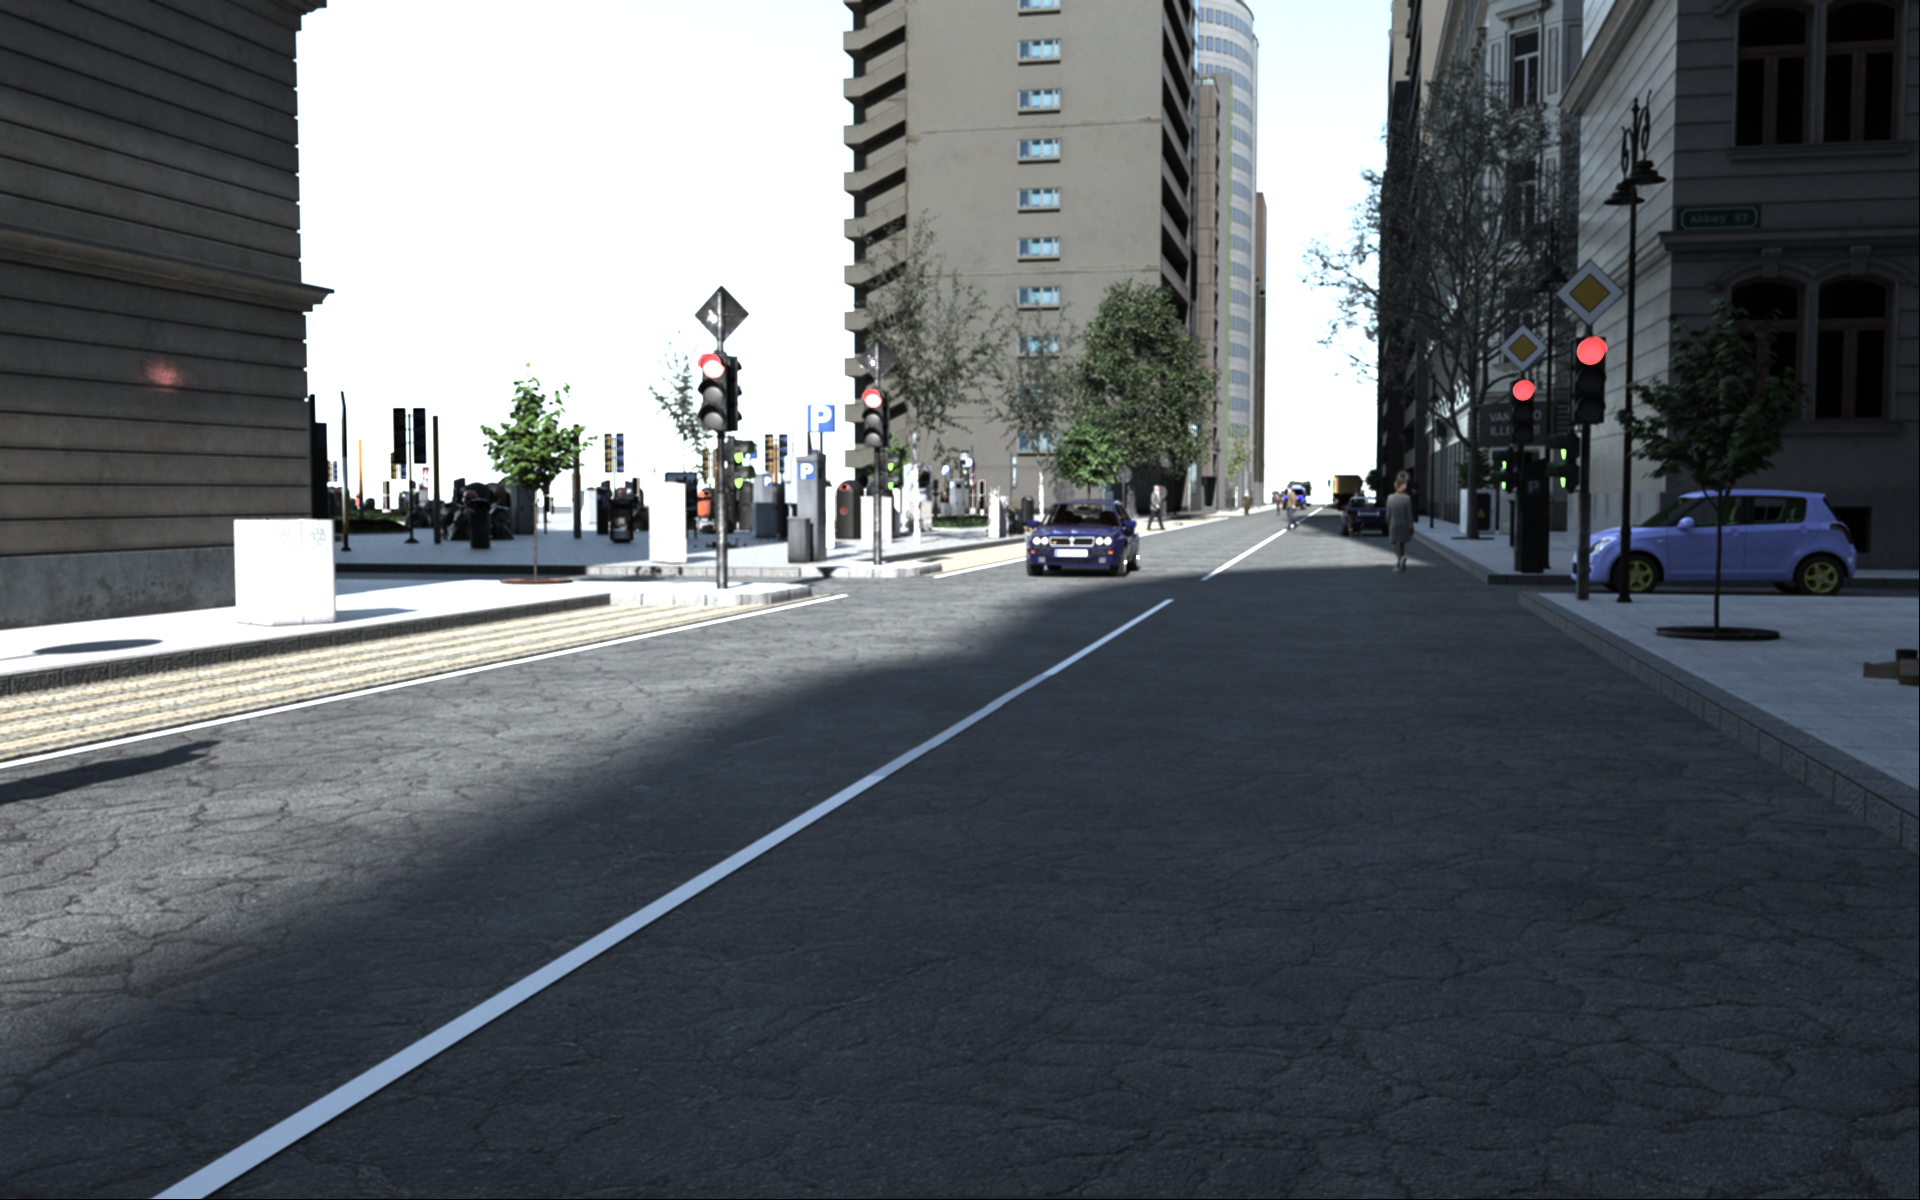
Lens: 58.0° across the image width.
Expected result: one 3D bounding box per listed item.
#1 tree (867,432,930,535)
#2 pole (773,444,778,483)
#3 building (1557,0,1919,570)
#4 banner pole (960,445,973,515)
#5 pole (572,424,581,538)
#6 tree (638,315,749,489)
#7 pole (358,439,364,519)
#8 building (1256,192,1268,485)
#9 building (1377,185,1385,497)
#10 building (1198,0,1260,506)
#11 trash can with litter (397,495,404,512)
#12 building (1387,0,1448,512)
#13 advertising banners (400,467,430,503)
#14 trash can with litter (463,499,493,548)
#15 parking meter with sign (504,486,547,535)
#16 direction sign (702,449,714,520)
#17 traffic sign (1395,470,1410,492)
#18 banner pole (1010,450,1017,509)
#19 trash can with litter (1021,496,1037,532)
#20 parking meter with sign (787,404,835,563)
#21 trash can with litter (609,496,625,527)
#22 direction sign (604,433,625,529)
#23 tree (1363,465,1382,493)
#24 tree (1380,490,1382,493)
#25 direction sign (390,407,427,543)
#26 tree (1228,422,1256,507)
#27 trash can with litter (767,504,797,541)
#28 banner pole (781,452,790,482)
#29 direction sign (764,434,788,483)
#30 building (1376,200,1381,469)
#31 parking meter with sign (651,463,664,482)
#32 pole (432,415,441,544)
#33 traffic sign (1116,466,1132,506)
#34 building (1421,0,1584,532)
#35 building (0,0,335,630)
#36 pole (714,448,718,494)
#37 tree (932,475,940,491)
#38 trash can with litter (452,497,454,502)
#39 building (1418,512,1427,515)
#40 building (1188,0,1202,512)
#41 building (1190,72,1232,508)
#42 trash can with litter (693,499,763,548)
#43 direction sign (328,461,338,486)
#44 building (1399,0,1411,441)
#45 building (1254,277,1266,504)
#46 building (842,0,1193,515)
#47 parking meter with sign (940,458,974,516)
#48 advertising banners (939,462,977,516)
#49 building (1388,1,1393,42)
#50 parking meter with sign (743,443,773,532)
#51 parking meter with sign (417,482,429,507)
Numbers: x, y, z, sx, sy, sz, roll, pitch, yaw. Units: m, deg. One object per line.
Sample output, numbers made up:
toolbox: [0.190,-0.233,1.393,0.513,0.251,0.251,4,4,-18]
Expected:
tree: [-2.153,-3.652,54.304,1.663,3.219,1.824,0,3,0]
pole: [-7.579,-4.730,71.175,0.158,3.312,0.155,0,3,0]
building: [24.361,-15.018,32.931,23.554,28.519,14.401,1,4,12]
banner pole: [0.383,-5.992,87.986,0.863,3.779,0.401,0,4,-5]
pole: [-11.129,-3.452,50.287,0.158,3.312,0.155,0,3,0]
tree: [-11.205,-7.444,72.076,4.360,8.622,3.978,0,3,0]
pole: [-22.101,-4.284,63.889,0.158,3.312,0.155,0,3,0]
building: [36.994,-36.734,250.714,14.600,45.320,14.200,1,4,12]
building: [62.249,-33.289,227.874,14.154,41.232,14.086,1,4,12]
building: [23.352,-40.408,202.677,21.231,58.520,28.212,1,4,12]
trash can with litter: [-29.306,-4.822,89.905,1.678,1.210,2.233,1,4,11]
building: [50.906,-32.912,161.807,21.300,48.544,21.600,1,4,12]
advertising banners: [-34.654,-6.964,110.050,2.074,3.025,0.090,-3,4,-39]
trash can with litter: [-11.412,-1.814,41.043,0.624,1.170,1.055,-1,4,-11]
parking meter with sign: [-13.899,-3.592,54.991,0.543,3.016,1.738,3,5,44]
direction sign: [-12.469,-5.792,86.698,0.876,3.537,0.379,-1,4,-23]
traffic sign: [23.080,-5.517,90.306,0.768,2.556,0.104,1,4,22]
banner pole: [3.010,-6.623,98.297,0.401,3.779,0.863,-2,4,-28]
trash can with litter: [1.945,-2.932,58.993,2.233,1.210,1.678,-3,5,-41]
parking meter with sign: [-2.848,-2.241,32.904,0.543,3.016,1.738,1,4,11]
trash can with litter: [-13.688,-3.467,67.737,1.678,1.210,2.233,0,4,5]
direction sign: [-12.820,-4.420,64.271,0.876,3.537,0.379,2,4,24]
tree: [45.661,-12.589,189.540,4.285,4.588,4.351,0,3,0]
tree: [47.257,-12.130,192.924,1.663,3.219,1.824,0,3,0]
direction sign: [-14.380,-3.261,45.321,0.876,3.537,0.379,0,4,3]
tree: [27.677,-13.717,174.635,4.737,8.622,4.395,0,3,0]
trash can with litter: [-4.379,-2.221,47.369,1.678,1.210,2.233,-3,4,-37]
banner pole: [-10.373,-6.951,103.658,0.863,3.779,0.401,1,4,17]
direction sign: [-6.908,-4.476,65.179,0.876,3.537,0.379,0,4,-5]
building: [70.072,-37.949,244.161,21.300,48.544,21.600,1,4,12]
parking meter with sign: [-16.698,-6.268,98.744,1.738,3.016,0.543,-2,4,-33]
pole: [-13.562,-3.120,44.853,0.158,3.312,0.155,0,3,0]
traffic sign: [7.505,-4.852,79.442,0.768,2.556,0.104,1,4,19]
building: [30.365,-18.439,77.891,17.030,29.872,44.131,1,4,12]
building: [-25.550,-12.240,19.208,34.723,24.649,14.460,1,4,12]
pole: [-10.756,-5.054,76.482,0.158,3.312,0.155,0,3,0]
tree: [-2.149,-6.042,93.386,1.663,3.219,1.824,0,3,0]
trash can with litter: [-26.196,-4.941,91.840,1.678,1.210,2.233,-1,4,-13]
building: [40.110,-29.812,111.134,21.300,48.544,21.600,1,4,12]
building: [9.375,-50.738,142.233,22.319,86.520,31.000,1,4,12]
building: [18.183,-29.426,164.713,14.154,41.232,14.086,1,4,12]
trash can with litter: [-5.634,-1.898,42.086,1.678,1.210,2.233,0,4,-7]
direction sign: [-42.370,-7.643,116.966,0.876,3.537,0.379,1,4,17]
building: [46.276,-29.423,135.683,22.147,44.769,28.867,1,4,12]
building: [34.407,-28.475,237.269,14.160,30.474,14.107,1,4,12]
building: [4.094,-30.212,117.673,21.300,48.544,21.600,1,4,12]
parking meter with sign: [-0.161,-5.371,84.070,1.738,3.016,0.543,-3,5,-40]
advertising banners: [-0.112,-6.094,95.828,2.074,3.025,0.090,0,4,-7]
building: [61.400,-40.606,205.912,21.231,58.520,28.212,1,4,12]
parking meter with sign: [-6.674,-3.807,58.507,0.543,3.016,1.738,-3,4,-36]
parking meter with sign: [-35.060,-7.143,113.041,1.738,3.016,0.543,-2,4,-23]
